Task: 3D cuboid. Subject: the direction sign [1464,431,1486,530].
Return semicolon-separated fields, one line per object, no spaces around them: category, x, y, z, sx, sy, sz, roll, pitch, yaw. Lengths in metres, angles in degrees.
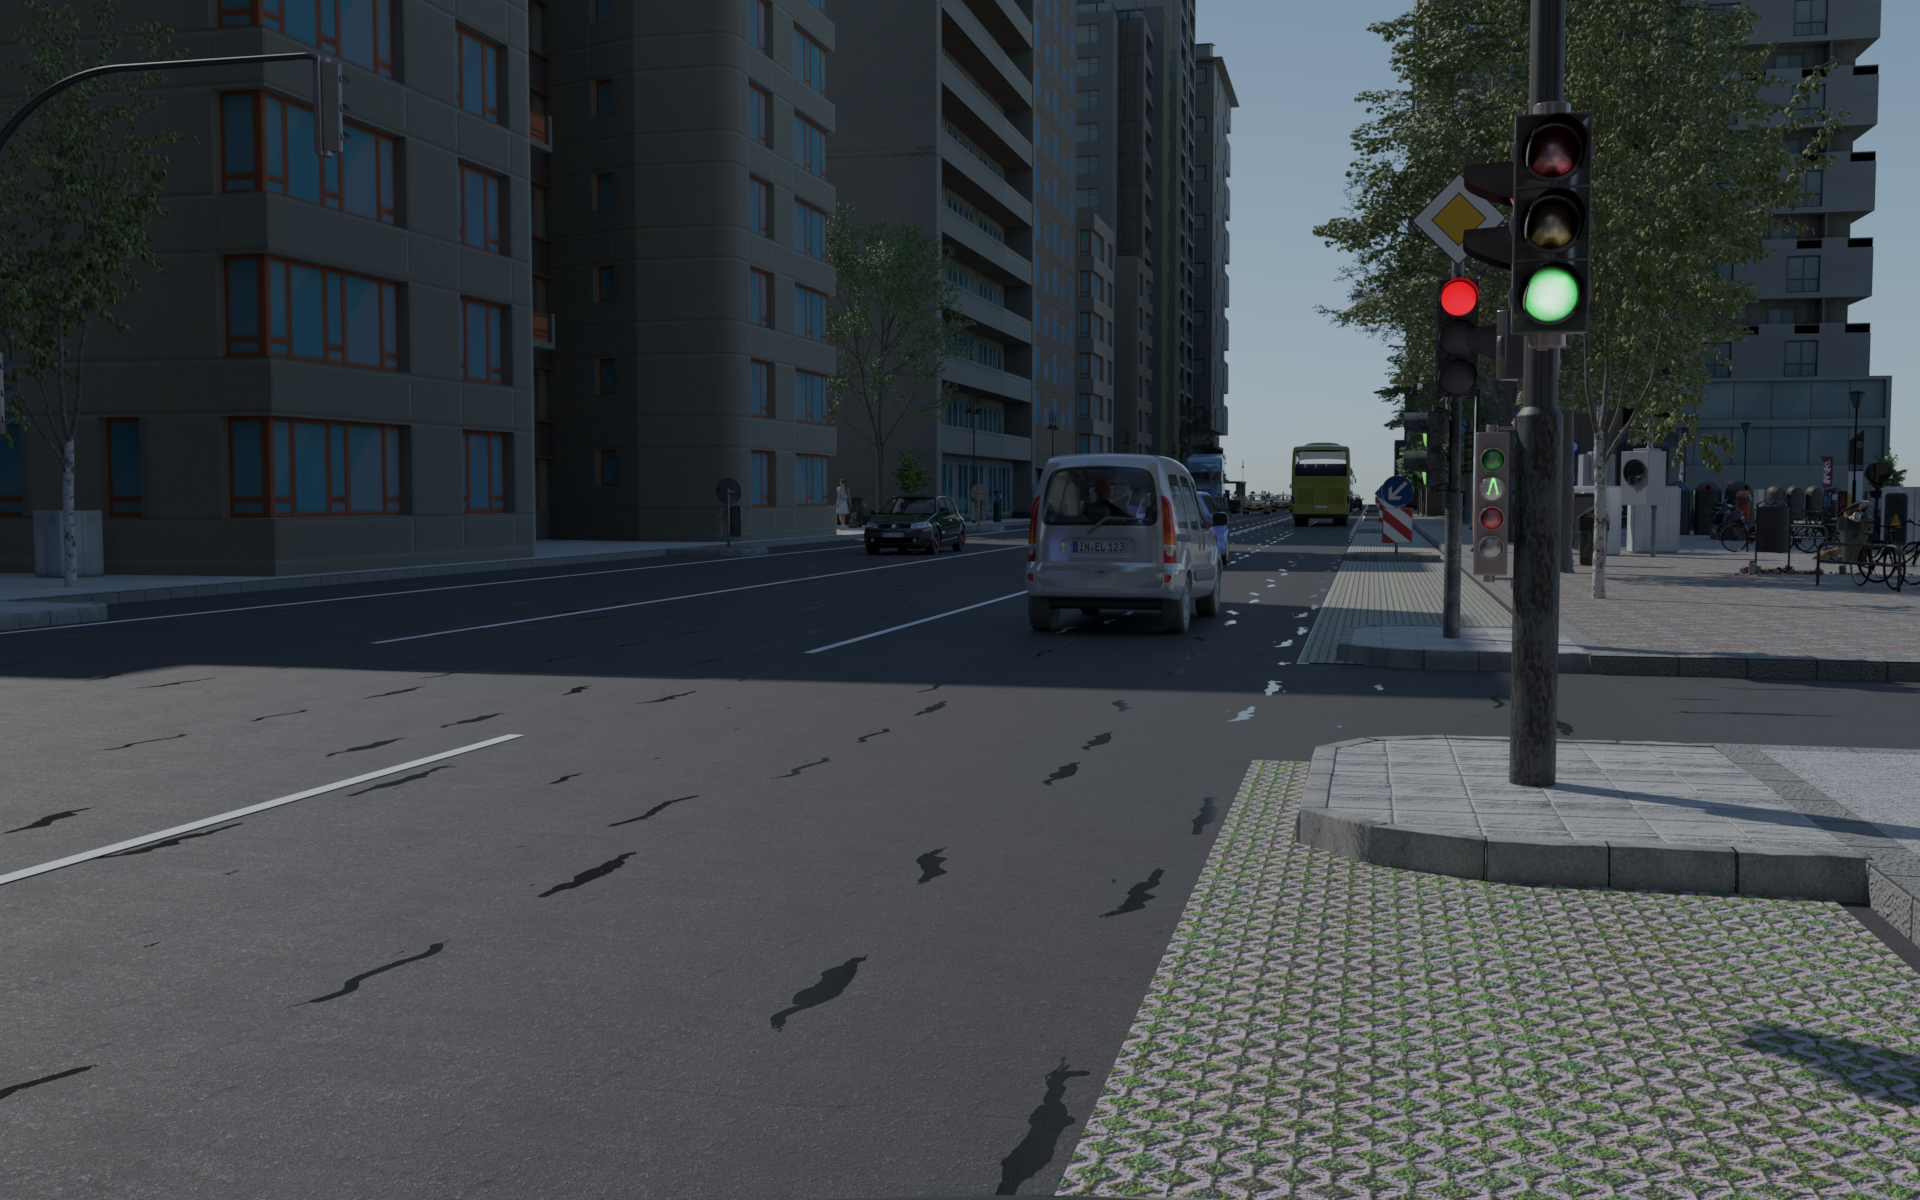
direction sign;18.646;-4.327;62.737;0.379;3.537;0.876;-3;5;-43

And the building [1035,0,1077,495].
building;-1.234;-27.559;100.693;14.600;45.320;14.200;1;4;13

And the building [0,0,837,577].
building;-20.701;-12.133;43.408;27.650;21.520;28.899;1;4;13

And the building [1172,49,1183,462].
building;12.211;-28.915;156.351;14.154;41.232;14.086;1;4;13

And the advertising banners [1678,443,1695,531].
advertising banners;25.102;-3.887;59.743;0.090;3.025;2.074;3;5;41

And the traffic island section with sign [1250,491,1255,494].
traffic island section with sign;37.686;-13.086;222.582;1.989;1.847;2.006;1;4;13

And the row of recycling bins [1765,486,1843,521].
row of recycling bins;40.883;-4.692;83.821;3.534;1.692;1.069;0;4;3

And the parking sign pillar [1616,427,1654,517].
parking sign pillar;25.437;-4.699;65.296;1.447;3.967;1.447;1;4;20

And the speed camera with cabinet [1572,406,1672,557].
speed camera with cabinet;13.571;-2.540;35.873;0.660;3.252;2.038;-2;4;-30

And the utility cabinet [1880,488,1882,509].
utility cabinet;36.029;-3.539;66.547;1.173;1.500;0.318;2;4;31

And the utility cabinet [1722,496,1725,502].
utility cabinet;25.804;-2.879;58.233;1.020;1.237;0.306;3;5;40

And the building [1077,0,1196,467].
building;16.571;-45.684;185.191;20.563;71.187;20.611;1;4;13

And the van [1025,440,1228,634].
van;1.912;-0.752;19.308;2.013;2.044;4.112;1;4;15

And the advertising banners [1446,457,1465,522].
advertising banners;22.993;-5.088;79.375;0.090;3.025;2.074;-2;4;-34

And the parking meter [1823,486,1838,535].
parking meter;26.371;-2.696;52.484;0.372;1.533;0.369;0;3;0

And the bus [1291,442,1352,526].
bus;17.085;-5.519;81.788;2.896;3.916;12.252;1;4;12

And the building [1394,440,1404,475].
building;61.282;-54.010;195.736;22.319;86.520;31.000;1;4;13

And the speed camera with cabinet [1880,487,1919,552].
speed camera with cabinet;21.328;-2.682;38.179;0.660;3.252;2.038;-1;4;-15

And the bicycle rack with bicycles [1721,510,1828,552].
bicycle rack with bicycles;18.612;-1.496;37.848;2.852;0.926;2.925;-2;4;-35

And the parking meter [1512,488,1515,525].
parking meter;22.973;-3.863;71.576;0.372;1.533;0.369;0;3;0

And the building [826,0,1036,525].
building;-8.867;-28.004;81.575;21.300;48.544;21.600;1;4;13

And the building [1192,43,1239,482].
building;18.374;-38.001;210.555;28.713;52.752;27.495;1;4;13

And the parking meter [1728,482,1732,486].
parking meter;37.005;-4.736;83.146;0.255;1.863;0.399;3;4;36

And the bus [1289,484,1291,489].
bus;38.757;-12.147;193.457;2.948;3.499;13.247;1;4;15

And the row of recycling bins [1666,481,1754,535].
row of recycling bins;22.976;-2.892;54.391;3.534;1.692;1.069;1;4;16

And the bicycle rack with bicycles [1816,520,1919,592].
bicycle rack with bicycles;13.167;-0.635;23.766;2.852;0.926;2.925;0;4;-5

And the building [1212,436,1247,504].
building;22.675;-33.324;236.733;32.217;40.220;23.993;1;4;13

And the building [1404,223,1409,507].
building;52.453;-24.723;175.923;14.160;30.474;14.107;1;4;13

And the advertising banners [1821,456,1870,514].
advertising banners;40.825;-5.121;79.919;2.074;3.025;0.090;1;4;23

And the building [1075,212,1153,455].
building;-1.870;-17.049;123.796;27.650;21.520;28.899;1;4;13

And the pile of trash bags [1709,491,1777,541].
pile of trash bags;22.268;-2.406;49.094;1.912;1.369;3.447;1;4;20

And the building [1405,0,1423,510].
building;49.700;-32.085;148.290;21.300;48.544;21.600;1;4;13

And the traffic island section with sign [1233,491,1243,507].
traffic island section with sign;31.298;-11.450;195.835;1.989;1.847;2.006;1;4;13

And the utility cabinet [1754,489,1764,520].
utility cabinet;37.881;-4.501;82.273;0.318;1.500;1.173;3;4;36

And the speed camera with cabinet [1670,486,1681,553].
speed camera with cabinet;14.631;-2.663;37.875;2.038;3.252;0.660;1;4;9

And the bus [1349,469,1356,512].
bus;30.403;-9.078;139.971;2.896;3.916;12.252;1;4;14

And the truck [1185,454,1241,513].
truck;17.935;-8.099;122.170;2.967;4.110;18.799;1;4;13

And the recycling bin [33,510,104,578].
recycling bin;-13.816;-0.875;26.853;0.722;1.027;0.722;2;4;31

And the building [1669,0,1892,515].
building;47.567;-32.648;123.038;28.713;52.752;27.495;1;4;13

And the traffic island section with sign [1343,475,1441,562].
traffic island section with sign;9.280;-1.750;37.236;1.989;1.847;2.006;1;4;13

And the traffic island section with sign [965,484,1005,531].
traffic island section with sign;0.672;-3.605;67.571;1.989;1.847;2.006;1;4;13

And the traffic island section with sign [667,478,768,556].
traffic island section with sign;-5.651;-1.982;41.039;1.989;1.847;2.006;1;4;13

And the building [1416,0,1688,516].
building;35.174;-27.811;104.821;14.600;45.320;14.200;1;4;13

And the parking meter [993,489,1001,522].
parking meter;1.697;-4.300;78.723;0.372;1.533;0.369;0;3;0

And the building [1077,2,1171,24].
building;9.408;-28.072;142.565;14.154;41.232;14.086;1;4;13
